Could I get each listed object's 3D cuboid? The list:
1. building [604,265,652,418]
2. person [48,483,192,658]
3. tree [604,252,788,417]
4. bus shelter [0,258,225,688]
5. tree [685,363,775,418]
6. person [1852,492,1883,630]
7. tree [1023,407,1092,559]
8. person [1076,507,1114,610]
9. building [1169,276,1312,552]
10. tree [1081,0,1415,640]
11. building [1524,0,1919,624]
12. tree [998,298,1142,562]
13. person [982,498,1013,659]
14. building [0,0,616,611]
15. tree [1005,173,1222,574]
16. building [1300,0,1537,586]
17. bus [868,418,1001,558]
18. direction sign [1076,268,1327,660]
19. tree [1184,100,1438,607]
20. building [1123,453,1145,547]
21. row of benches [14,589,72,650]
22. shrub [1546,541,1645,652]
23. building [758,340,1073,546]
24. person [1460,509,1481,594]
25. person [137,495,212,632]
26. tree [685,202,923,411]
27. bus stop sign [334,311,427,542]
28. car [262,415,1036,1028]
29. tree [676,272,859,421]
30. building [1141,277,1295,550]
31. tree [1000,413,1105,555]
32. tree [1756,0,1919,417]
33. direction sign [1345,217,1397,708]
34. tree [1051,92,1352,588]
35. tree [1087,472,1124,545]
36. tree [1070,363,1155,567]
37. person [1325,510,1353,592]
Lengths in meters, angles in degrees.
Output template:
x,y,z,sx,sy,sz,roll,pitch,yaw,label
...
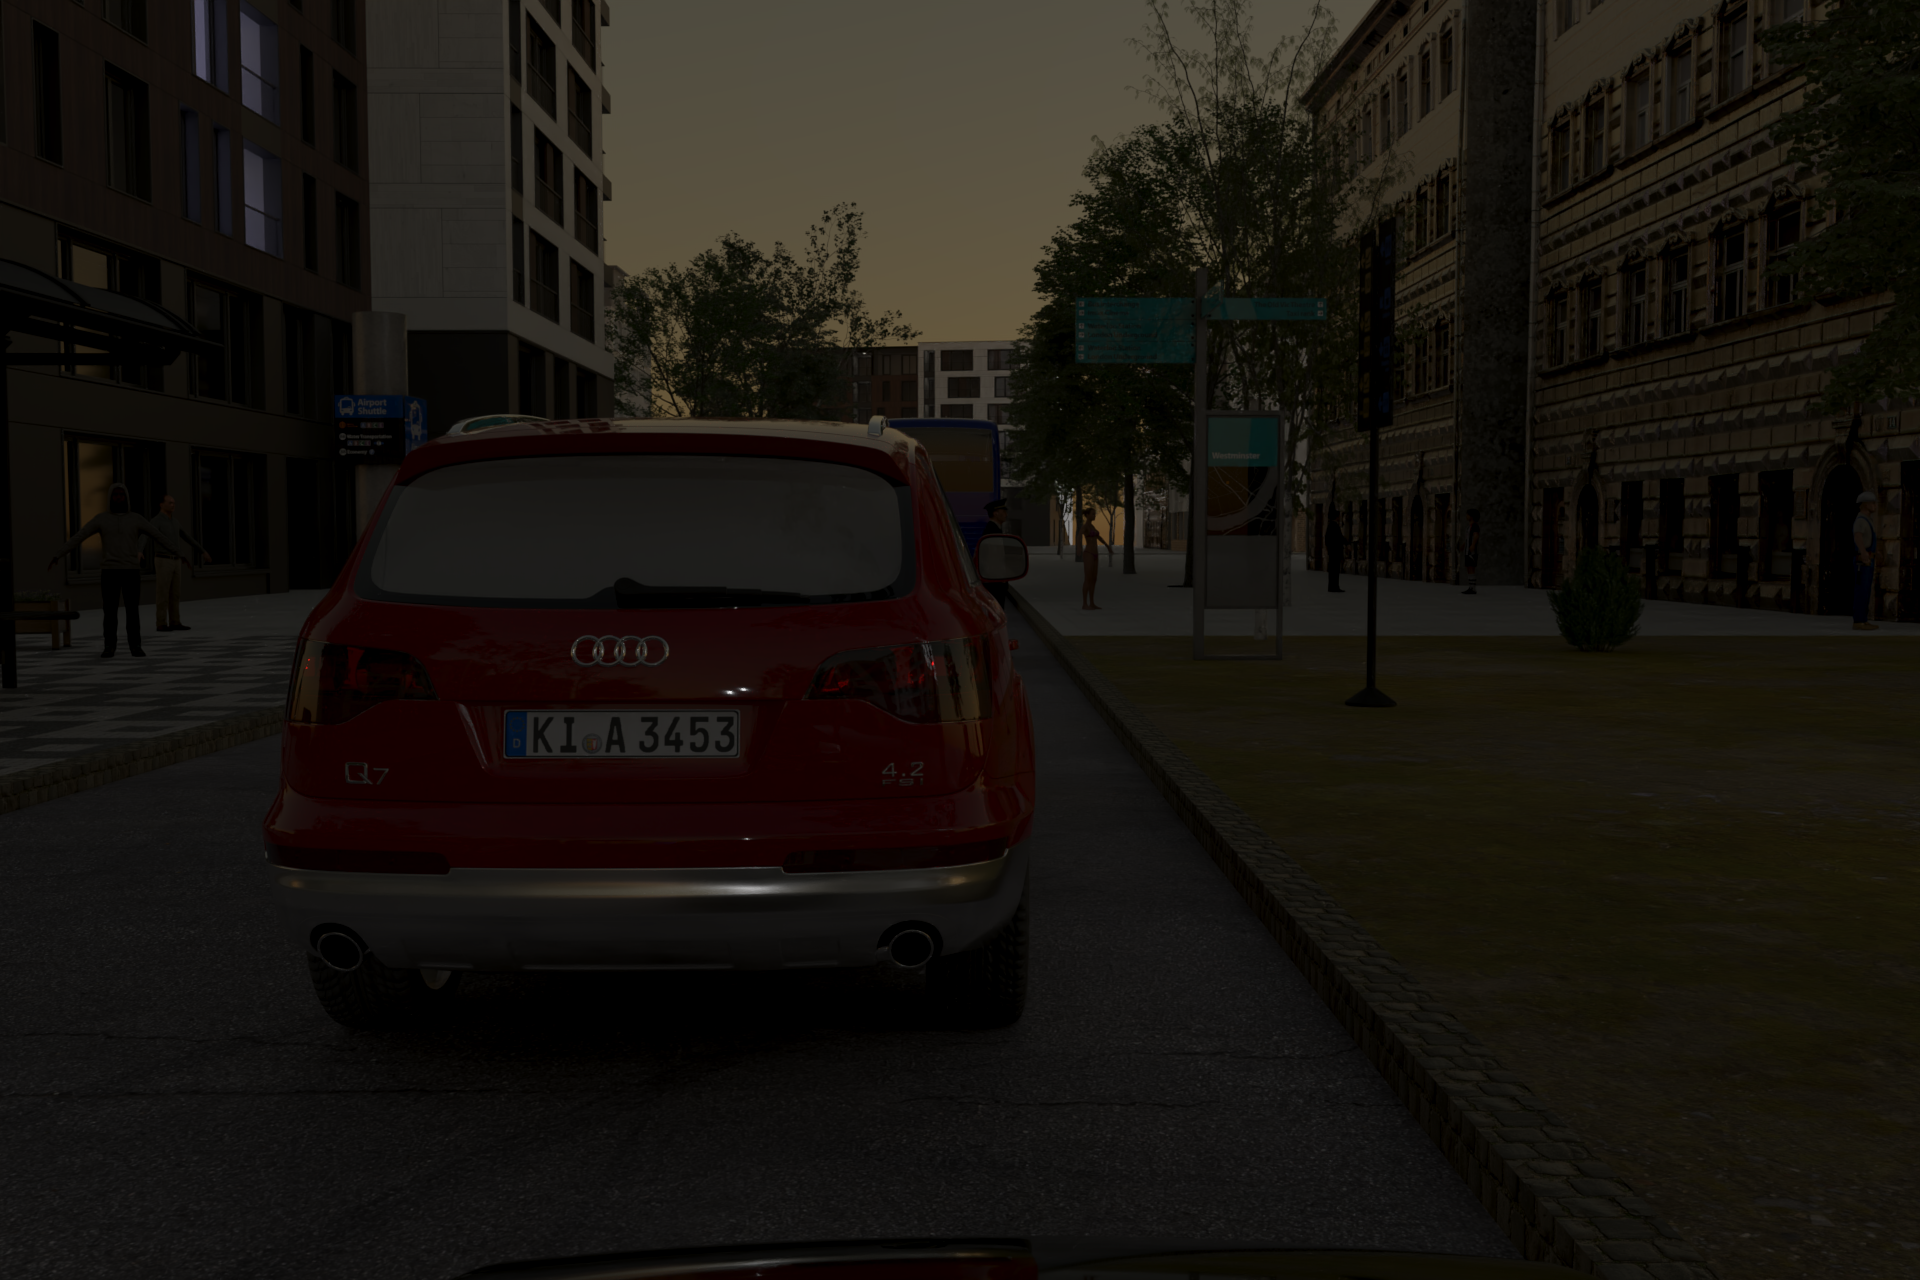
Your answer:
x,y,z,sx,sy,sz,roll,pitch,yaw,label
-29.060,-16.316,123.194,16.016,20.090,11.380,0,4,-1,building
-8.749,-0.729,18.054,1.348,1.813,0.705,-2,4,-28,person
-9.982,-8.417,63.377,9.928,11.665,9.643,0,3,0,tree
-7.179,-1.097,11.868,2.014,3.302,5.546,0,4,0,bus shelter
-10.298,-7.541,73.657,4.360,8.622,3.978,0,3,0,tree
12.164,-1.063,23.231,0.705,1.847,1.347,2,4,35,person
5.353,-8.514,89.559,4.360,8.622,3.978,0,3,0,tree
2.282,-1.382,29.404,0.721,1.733,1.217,2,4,33,person
21.394,-16.957,133.668,16.016,20.090,11.380,0,4,-1,building
3.764,-4.322,21.022,4.360,8.622,3.978,0,3,0,tree
22.654,-12.249,31.197,19.493,23.208,18.063,0,4,-1,building
5.177,-9.806,78.450,7.486,12.596,7.792,0,3,0,tree
0.435,-0.685,19.600,0.705,1.837,1.347,0,4,3,person
-25.272,-12.050,40.991,27.936,21.610,32.646,0,4,-1,building
5.086,-8.388,55.268,7.486,12.596,7.792,0,3,0,tree
21.526,-13.485,51.411,19.493,23.208,18.063,0,4,0,building
-0.485,-2.825,37.734,2.896,3.916,12.251,0,4,0,bus
2.436,-1.725,16.972,2.525,3.948,1.411,0,4,-1,direction sign
6.034,-4.900,30.470,4.737,8.622,4.395,0,3,0,tree
22.349,-14.294,175.850,9.099,9.664,28.070,0,3,0,building
-11.841,-0.210,18.900,4.104,0.672,1.422,-1,4,-16,row of benches
6.945,-0.477,18.914,1.383,1.207,1.383,0,3,0,shrub
-4.258,-21.459,197.281,32.646,21.610,27.936,1,4,10,building
10.886,-1.884,36.954,0.704,1.843,1.345,0,4,7,person
-10.453,-1.017,22.907,0.705,1.796,1.348,1,4,17,person
-8.336,-14.794,97.766,12.611,20.169,13.585,0,3,0,tree
-6.945,-1.946,20.832,0.837,3.901,0.837,0,4,1,bus stop sign
-0.840,0.128,6.582,2.281,1.827,5.304,0,4,-1,car
-9.517,-10.792,83.100,9.857,13.997,8.962,0,3,0,tree
25.918,-19.387,147.906,19.493,23.208,18.063,0,3,0,building
6.055,-10.406,104.554,8.767,10.594,7.601,-1,4,-9,tree
11.197,-6.021,16.574,7.486,12.596,7.792,0,3,0,tree
3.079,-1.277,12.878,0.379,3.537,0.876,0,4,-2,direction sign
5.719,-7.061,41.203,9.928,11.665,9.643,0,3,0,tree
17.866,-16.108,197.781,7.601,10.594,8.767,0,4,5,tree
5.795,-7.126,66.869,4.360,8.622,3.978,0,3,0,tree
8.304,-1.961,38.242,0.705,1.806,1.347,-1,4,-10,person
